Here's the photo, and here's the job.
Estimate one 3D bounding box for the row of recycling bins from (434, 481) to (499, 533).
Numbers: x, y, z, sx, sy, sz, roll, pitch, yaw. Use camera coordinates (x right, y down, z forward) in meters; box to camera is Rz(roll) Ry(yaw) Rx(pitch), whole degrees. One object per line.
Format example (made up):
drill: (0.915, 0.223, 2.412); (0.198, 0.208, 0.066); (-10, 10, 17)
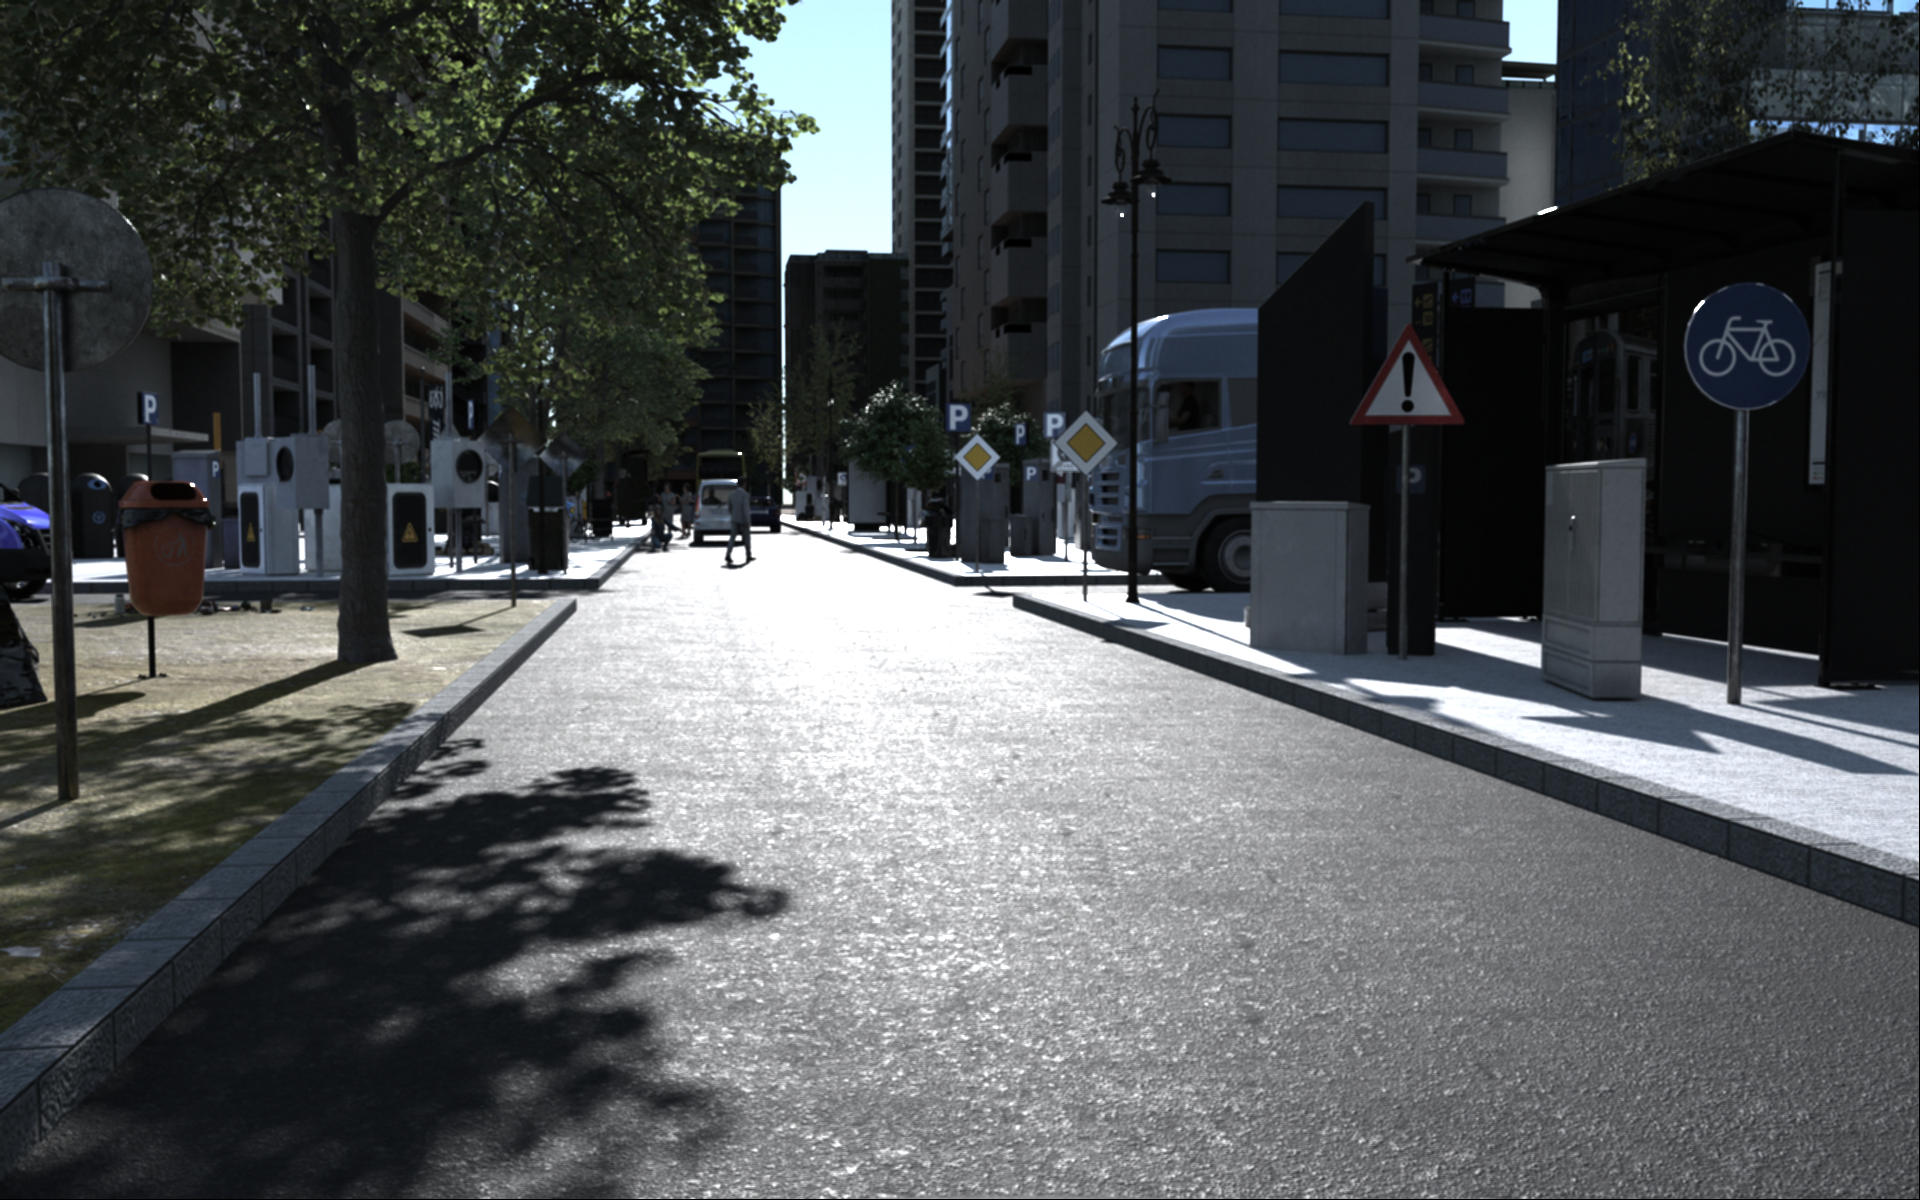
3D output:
row of recycling bins: (-15.730, -3.018, 56.451); (3.534, 1.692, 1.069); (2, 4, 26)

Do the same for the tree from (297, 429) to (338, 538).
tree: (-19.582, -3.470, 51.334); (1.663, 3.219, 1.824); (0, 3, 0)

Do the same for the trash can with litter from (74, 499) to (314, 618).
trash can with litter: (-8.216, -0.470, 18.745); (2.233, 1.210, 1.678); (0, 4, -6)

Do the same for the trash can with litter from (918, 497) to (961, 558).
trash can with litter: (-0.307, -1.443, 34.983); (0.624, 1.170, 1.055); (3, 4, 38)

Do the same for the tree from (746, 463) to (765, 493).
tree: (-21.536, -11.704, 175.070); (4.285, 4.588, 4.351); (0, 3, 0)

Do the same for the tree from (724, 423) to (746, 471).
tree: (-20.797, -13.422, 169.817); (4.737, 8.622, 4.395); (0, 3, 0)

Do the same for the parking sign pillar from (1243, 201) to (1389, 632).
parking sign pillar: (3.477, -1.723, 16.649); (1.447, 3.967, 1.447); (-3, 4, -38)

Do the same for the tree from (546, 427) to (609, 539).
tree: (-11.170, -3.390, 50.033); (1.663, 3.219, 1.824); (0, 3, 0)

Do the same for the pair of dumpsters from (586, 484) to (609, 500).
pair of dumpsters: (-20.402, -5.751, 96.524); (1.574, 2.255, 4.437); (-1, 4, -9)

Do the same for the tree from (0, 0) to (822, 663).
tree: (-5.047, -5.808, 13.082); (7.486, 12.596, 7.792); (0, 3, 0)

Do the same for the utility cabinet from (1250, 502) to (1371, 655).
utility cabinet: (2.860, -0.186, 14.208); (0.306, 1.237, 1.020); (-3, 5, -40)

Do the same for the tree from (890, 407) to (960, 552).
tree: (-0.801, -2.693, 38.636); (1.663, 3.219, 1.824); (0, 3, 0)

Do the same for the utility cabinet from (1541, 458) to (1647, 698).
utility cabinet: (4.085, -0.157, 11.245); (0.318, 1.500, 1.173); (0, 4, 4)

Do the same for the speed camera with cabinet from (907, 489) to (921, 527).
speed camera with cabinet: (-1.939, -4.549, 68.713); (0.660, 3.252, 2.038); (0, 4, 6)

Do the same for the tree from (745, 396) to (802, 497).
tree: (-14.162, -10.965, 129.641); (4.360, 8.622, 3.978); (0, 3, 0)

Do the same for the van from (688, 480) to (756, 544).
van: (-7.082, -2.725, 51.557); (2.013, 2.044, 4.112); (0, 4, -7)

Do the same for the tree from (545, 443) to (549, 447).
tree: (-23.827, -6.874, 96.108); (4.285, 4.588, 4.351); (0, 3, 0)

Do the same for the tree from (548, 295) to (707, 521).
tree: (-15.902, -8.949, 80.723); (7.601, 10.594, 8.767); (1, 4, 17)

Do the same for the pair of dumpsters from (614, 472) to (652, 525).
pair of dumpsters: (-13.853, -4.335, 73.375); (1.574, 2.255, 4.437); (-1, 4, -9)

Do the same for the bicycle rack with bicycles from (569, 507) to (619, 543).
bicycle rack with bicycles: (-10.670, -2.014, 46.315); (2.852, 0.926, 2.925); (1, 4, 12)

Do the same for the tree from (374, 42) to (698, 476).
tree: (-9.859, -7.013, 40.419); (9.928, 11.665, 9.643); (0, 3, 0)

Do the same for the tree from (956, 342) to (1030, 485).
tree: (1.566, -8.121, 83.139); (4.737, 8.622, 4.395); (0, 3, 0)

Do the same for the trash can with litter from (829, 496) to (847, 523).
trash can with litter: (-5.385, -4.086, 78.195); (1.055, 1.170, 0.624); (1, 4, 15)

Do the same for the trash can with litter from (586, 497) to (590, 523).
trash can with litter: (-16.408, -3.931, 75.662); (0.624, 1.170, 1.055); (0, 4, 5)

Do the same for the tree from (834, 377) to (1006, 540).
tree: (-1.694, -3.960, 48.464); (4.285, 4.588, 4.351); (0, 3, 0)

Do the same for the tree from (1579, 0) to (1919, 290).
tree: (8.818, -4.215, 19.284); (4.360, 8.622, 3.978); (0, 3, 0)

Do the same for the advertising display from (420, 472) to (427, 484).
advertising display: (-15.617, -2.768, 50.471); (0.123, 1.923, 0.974); (-1, 4, -12)

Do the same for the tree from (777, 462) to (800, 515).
tree: (-10.059, -6.773, 105.341); (1.663, 3.219, 1.824); (0, 3, 0)

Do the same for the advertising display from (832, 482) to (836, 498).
advertising display: (-6.664, -5.295, 91.793); (0.123, 1.923, 0.974); (0, 3, 0)

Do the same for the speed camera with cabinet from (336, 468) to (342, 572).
speed camera with cabinet: (-10.805, -2.095, 28.596); (2.038, 3.252, 0.660); (0, 4, -3)

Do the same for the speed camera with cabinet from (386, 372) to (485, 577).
speed camera with cabinet: (-8.501, -2.029, 27.517); (0.660, 3.252, 2.038); (2, 4, 32)

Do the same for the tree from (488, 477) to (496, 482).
tree: (-20.684, -4.859, 74.042); (1.663, 3.219, 1.824); (0, 3, 0)

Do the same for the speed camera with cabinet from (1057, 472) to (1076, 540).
speed camera with cabinet: (2.997, -3.354, 49.180); (0.660, 3.252, 2.038); (1, 4, 19)

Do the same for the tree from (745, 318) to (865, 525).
tree: (-5.834, -7.449, 72.149); (4.737, 8.622, 4.395); (0, 3, 0)

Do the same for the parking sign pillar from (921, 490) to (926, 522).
parking sign pillar: (-1.975, -5.119, 72.164); (1.447, 3.967, 1.447); (-3, 4, -38)

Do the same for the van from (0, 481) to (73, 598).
van: (-14.726, -1.139, 23.012); (5.245, 2.365, 2.240); (0, 4, -7)

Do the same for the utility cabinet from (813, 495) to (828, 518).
utility cabinet: (-7.706, -5.087, 94.338); (1.020, 1.237, 0.306); (1, 4, 12)

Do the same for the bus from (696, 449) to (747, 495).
bus: (-13.057, -6.312, 94.748); (2.896, 3.916, 12.252); (0, 4, -8)

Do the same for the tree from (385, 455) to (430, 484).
tree: (-16.882, -3.556, 52.742); (1.663, 3.219, 1.824); (0, 3, 0)

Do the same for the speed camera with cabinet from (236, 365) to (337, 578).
speed camera with cabinet: (-10.566, -1.997, 26.991); (2.038, 3.252, 0.660); (3, 5, 44)

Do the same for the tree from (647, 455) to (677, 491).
tree: (-28.757, -13.326, 168.237); (4.360, 8.622, 3.978); (0, 3, 0)

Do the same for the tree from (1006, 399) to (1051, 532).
tree: (1.643, -4.650, 59.737); (4.285, 4.588, 4.351); (0, 3, 0)

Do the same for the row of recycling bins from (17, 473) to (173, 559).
row of recycling bins: (-17.082, -1.702, 34.939); (1.069, 1.692, 3.534); (3, 5, 42)

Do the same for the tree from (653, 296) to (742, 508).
tree: (-26.614, -18.413, 156.937); (12.611, 20.169, 13.585); (0, 3, 0)

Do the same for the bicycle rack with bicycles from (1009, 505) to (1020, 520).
bicycle rack with bicycles: (3.663, -4.033, 79.319); (2.925, 0.926, 2.852); (0, 4, 0)

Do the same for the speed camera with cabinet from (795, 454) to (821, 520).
speed camera with cabinet: (-7.443, -5.552, 85.107); (0.660, 3.252, 2.038); (1, 4, 18)
